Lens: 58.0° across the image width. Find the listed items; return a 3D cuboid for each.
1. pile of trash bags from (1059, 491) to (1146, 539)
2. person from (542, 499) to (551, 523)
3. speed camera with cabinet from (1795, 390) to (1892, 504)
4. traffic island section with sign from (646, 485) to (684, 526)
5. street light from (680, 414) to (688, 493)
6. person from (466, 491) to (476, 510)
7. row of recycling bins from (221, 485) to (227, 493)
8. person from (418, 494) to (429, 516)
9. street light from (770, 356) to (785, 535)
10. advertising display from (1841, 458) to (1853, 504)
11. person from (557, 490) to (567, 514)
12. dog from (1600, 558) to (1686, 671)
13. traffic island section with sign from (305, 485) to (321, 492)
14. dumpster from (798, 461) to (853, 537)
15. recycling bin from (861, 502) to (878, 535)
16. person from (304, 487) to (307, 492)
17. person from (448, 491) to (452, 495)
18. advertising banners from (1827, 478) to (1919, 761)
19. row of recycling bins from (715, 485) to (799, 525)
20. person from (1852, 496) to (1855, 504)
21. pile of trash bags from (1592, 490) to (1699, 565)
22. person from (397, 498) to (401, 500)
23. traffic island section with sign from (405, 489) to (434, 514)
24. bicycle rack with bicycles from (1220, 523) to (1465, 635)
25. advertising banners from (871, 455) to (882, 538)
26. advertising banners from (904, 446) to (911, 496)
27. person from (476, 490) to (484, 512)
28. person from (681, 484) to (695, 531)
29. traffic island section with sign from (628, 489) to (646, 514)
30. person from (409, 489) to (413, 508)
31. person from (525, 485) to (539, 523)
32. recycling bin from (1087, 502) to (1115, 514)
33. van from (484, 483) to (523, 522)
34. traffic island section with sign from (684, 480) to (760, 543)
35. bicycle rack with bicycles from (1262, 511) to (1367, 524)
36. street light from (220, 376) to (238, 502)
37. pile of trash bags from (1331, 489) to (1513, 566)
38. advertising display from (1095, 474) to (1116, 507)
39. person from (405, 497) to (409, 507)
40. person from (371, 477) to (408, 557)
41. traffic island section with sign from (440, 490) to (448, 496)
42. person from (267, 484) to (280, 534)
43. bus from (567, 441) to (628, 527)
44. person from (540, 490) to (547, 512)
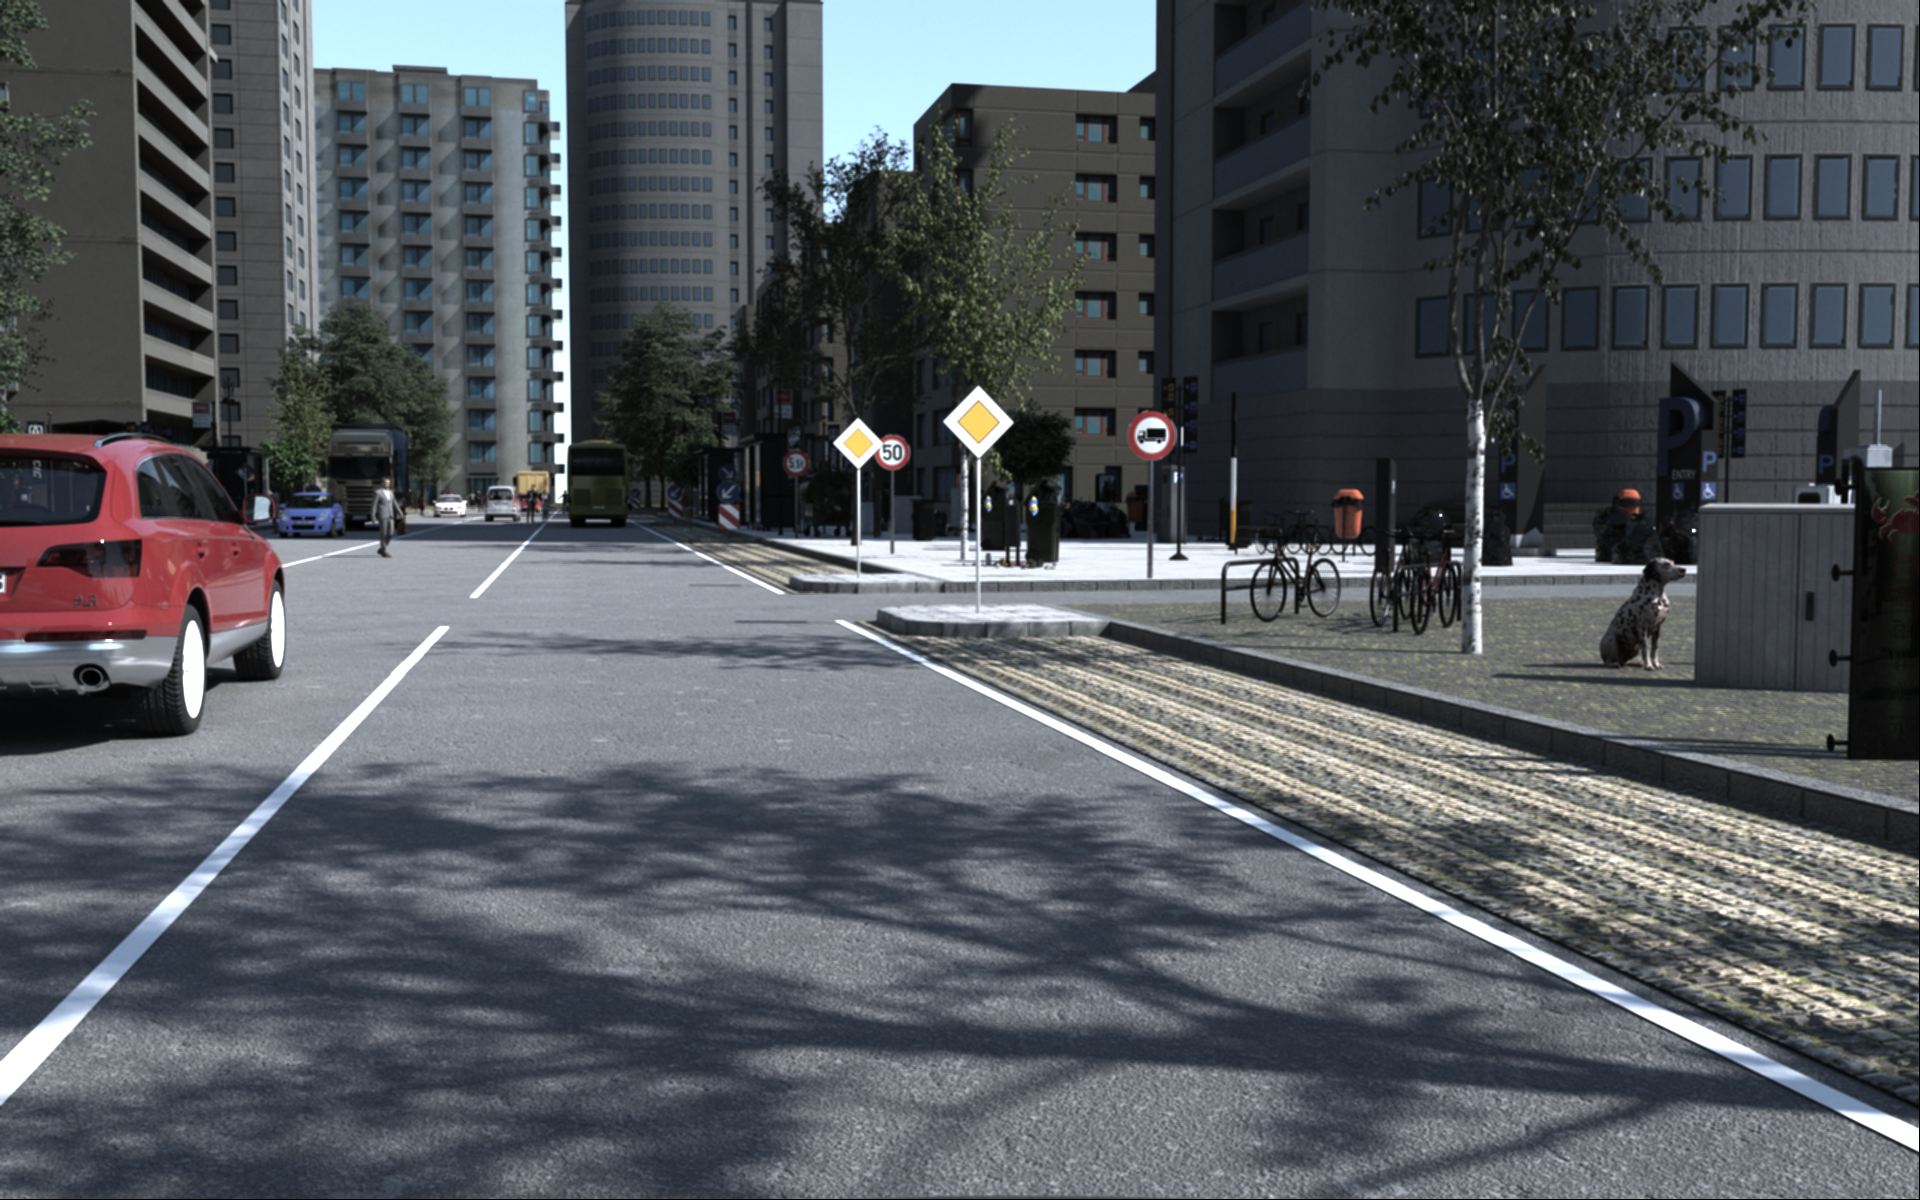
[{"bbox_3d":[4.221,-2.511,50.813,3.447,1.369,1.912,-3,5,-44],"label":"pile of trash bags"},{"bbox_3d":[-20.328,-4.384,85.199,0.505,1.210,0.382,0,4,3],"label":"person"},{"bbox_3d":[17.088,-2.399,33.555,0.660,3.252,2.038,-1,4,-10],"label":"speed camera with cabinet"},{"bbox_3d":[-12.910,-4.217,77.580,1.989,1.847,2.006,-1,4,-13],"label":"traffic island section with sign"},{"bbox_3d":[-15.872,-7.762,99.700,0.468,5.910,1.993,-1,4,-13],"label":"street light"},{"bbox_3d":[-43.943,-8.982,156.141,1.217,1.735,0.721,-2,4,-35],"label":"person"},{"bbox_3d":[-30.909,-3.894,70.782,1.069,1.692,3.534,0,4,0],"label":"row of recycling bins"},{"bbox_3d":[-35.771,-6.328,115.228,1.065,1.426,0.557,2,4,33],"label":"person"},{"bbox_3d":[-5.623,-4.975,54.133,0.468,5.910,1.993,-1,4,-13],"label":"street light"},{"bbox_3d":[16.217,-1.620,31.693,0.123,1.923,0.974,2,4,31],"label":"advertising display"},{"bbox_3d":[-29.031,-7.206,127.146,1.217,1.723,0.721,-3,5,-40],"label":"person"},{"bbox_3d":[5.030,0.091,12.898,0.513,0.831,0.800,1,4,9],"label":"dog"},{"bbox_3d":[-27.603,-3.996,73.958,1.989,1.847,2.006,-1,4,-13],"label":"traffic island section with sign"},{"bbox_3d":[-4.005,-3.037,52.149,1.502,2.255,1.985,-1,4,-13],"label":"dumpster"},{"bbox_3d":[-2.974,-2.599,55.045,0.722,1.027,0.722,-1,4,-10],"label":"recycling bin"},{"bbox_3d":[-39.733,-6.042,105.517,0.721,1.739,1.217,3,5,39],"label":"person"},{"bbox_3d":[-45.051,-8.793,152.927,0.551,1.740,0.621,-2,4,-30],"label":"person"},{"bbox_3d":[5.240,-0.734,8.193,2.074,3.025,0.090,0,4,5],"label":"advertising banners"},{"bbox_3d":[-8.332,-3.944,71.590,3.534,1.692,1.069,0,4,-7],"label":"row of recycling bins"},{"bbox_3d":[13.798,-1.090,26.170,0.661,1.843,0.795,3,4,36],"label":"person"},{"bbox_3d":[12.907,-1.400,32.650,1.912,1.369,3.447,0,4,7],"label":"pile of trash bags"},{"bbox_3d":[-48.334,-8.656,148.128,0.990,1.755,0.434,-1,4,-18],"label":"person"},{"bbox_3d":[-38.408,-6.961,122.437,1.989,1.847,2.006,-1,4,-13],"label":"traffic island section with sign"},{"bbox_3d":[4.023,-0.241,17.326,2.852,0.926,2.925,3,4,36],"label":"bicycle rack with bicycles"},{"bbox_3d":[-2.489,-3.370,51.293,0.090,3.025,2.074,0,4,5],"label":"advertising banners"},{"bbox_3d":[-1.902,-4.076,62.825,0.090,3.025,2.074,0,4,-6],"label":"advertising banners"},{"bbox_3d":[-38.475,-7.936,138.697,0.683,1.767,0.568,0,4,6],"label":"person"},{"bbox_3d":[-10.501,-3.567,66.787,0.573,1.828,0.580,-1,4,-21],"label":"person"},{"bbox_3d":[-23.744,-7.188,126.153,1.989,1.847,2.006,-1,4,-13],"label":"traffic island section with sign"},{"bbox_3d":[-49.085,-9.056,154.564,0.683,1.767,0.568,3,5,41],"label":"person"},{"bbox_3d":[-21.369,-4.811,86.515,0.648,1.900,0.474,-2,4,-30],"label":"person"},{"bbox_3d":[4.342,-2.520,53.760,0.722,1.027,0.722,3,4,37],"label":"recycling bin"},{"bbox_3d":[-23.913,-5.113,90.604,2.013,2.044,4.112,-1,4,-11],"label":"van"},{"bbox_3d":[-6.966,-2.583,50.866,1.989,1.847,2.006,-1,4,-13],"label":"traffic island section with sign"},{"bbox_3d":[7.085,-1.416,36.542,2.852,0.926,2.925,-1,4,-20],"label":"bicycle rack with bicycles"},{"bbox_3d":[-28.703,-5.831,68.124,0.468,5.910,1.993,-1,4,-13],"label":"street light"},{"bbox_3d":[8.570,-1.368,32.120,3.447,1.369,1.912,2,4,29],"label":"pile of trash bags"},{"bbox_3d":[4.785,-3.202,57.565,0.123,1.923,0.974,-2,4,-25],"label":"advertising display"},{"bbox_3d":[-54.014,-9.971,169.155,0.705,1.814,1.350,2,4,34],"label":"person"},{"bbox_3d":[-13.008,-1.876,39.298,0.853,1.813,0.709,2,4,28],"label":"person"},{"bbox_3d":[-44.418,-8.610,149.400,1.989,1.847,2.006,-1,4,-13],"label":"traffic island section with sign"},{"bbox_3d":[-24.808,-3.282,62.512,0.532,1.782,0.716,0,4,-1],"label":"person"},{"bbox_3d":[-16.497,-5.341,78.879,2.896,3.916,12.252,-1,4,-12],"label":"bus"},{"bbox_3d":[-33.822,-8.055,140.865,0.621,1.740,0.551,3,4,38],"label":"person"}]
